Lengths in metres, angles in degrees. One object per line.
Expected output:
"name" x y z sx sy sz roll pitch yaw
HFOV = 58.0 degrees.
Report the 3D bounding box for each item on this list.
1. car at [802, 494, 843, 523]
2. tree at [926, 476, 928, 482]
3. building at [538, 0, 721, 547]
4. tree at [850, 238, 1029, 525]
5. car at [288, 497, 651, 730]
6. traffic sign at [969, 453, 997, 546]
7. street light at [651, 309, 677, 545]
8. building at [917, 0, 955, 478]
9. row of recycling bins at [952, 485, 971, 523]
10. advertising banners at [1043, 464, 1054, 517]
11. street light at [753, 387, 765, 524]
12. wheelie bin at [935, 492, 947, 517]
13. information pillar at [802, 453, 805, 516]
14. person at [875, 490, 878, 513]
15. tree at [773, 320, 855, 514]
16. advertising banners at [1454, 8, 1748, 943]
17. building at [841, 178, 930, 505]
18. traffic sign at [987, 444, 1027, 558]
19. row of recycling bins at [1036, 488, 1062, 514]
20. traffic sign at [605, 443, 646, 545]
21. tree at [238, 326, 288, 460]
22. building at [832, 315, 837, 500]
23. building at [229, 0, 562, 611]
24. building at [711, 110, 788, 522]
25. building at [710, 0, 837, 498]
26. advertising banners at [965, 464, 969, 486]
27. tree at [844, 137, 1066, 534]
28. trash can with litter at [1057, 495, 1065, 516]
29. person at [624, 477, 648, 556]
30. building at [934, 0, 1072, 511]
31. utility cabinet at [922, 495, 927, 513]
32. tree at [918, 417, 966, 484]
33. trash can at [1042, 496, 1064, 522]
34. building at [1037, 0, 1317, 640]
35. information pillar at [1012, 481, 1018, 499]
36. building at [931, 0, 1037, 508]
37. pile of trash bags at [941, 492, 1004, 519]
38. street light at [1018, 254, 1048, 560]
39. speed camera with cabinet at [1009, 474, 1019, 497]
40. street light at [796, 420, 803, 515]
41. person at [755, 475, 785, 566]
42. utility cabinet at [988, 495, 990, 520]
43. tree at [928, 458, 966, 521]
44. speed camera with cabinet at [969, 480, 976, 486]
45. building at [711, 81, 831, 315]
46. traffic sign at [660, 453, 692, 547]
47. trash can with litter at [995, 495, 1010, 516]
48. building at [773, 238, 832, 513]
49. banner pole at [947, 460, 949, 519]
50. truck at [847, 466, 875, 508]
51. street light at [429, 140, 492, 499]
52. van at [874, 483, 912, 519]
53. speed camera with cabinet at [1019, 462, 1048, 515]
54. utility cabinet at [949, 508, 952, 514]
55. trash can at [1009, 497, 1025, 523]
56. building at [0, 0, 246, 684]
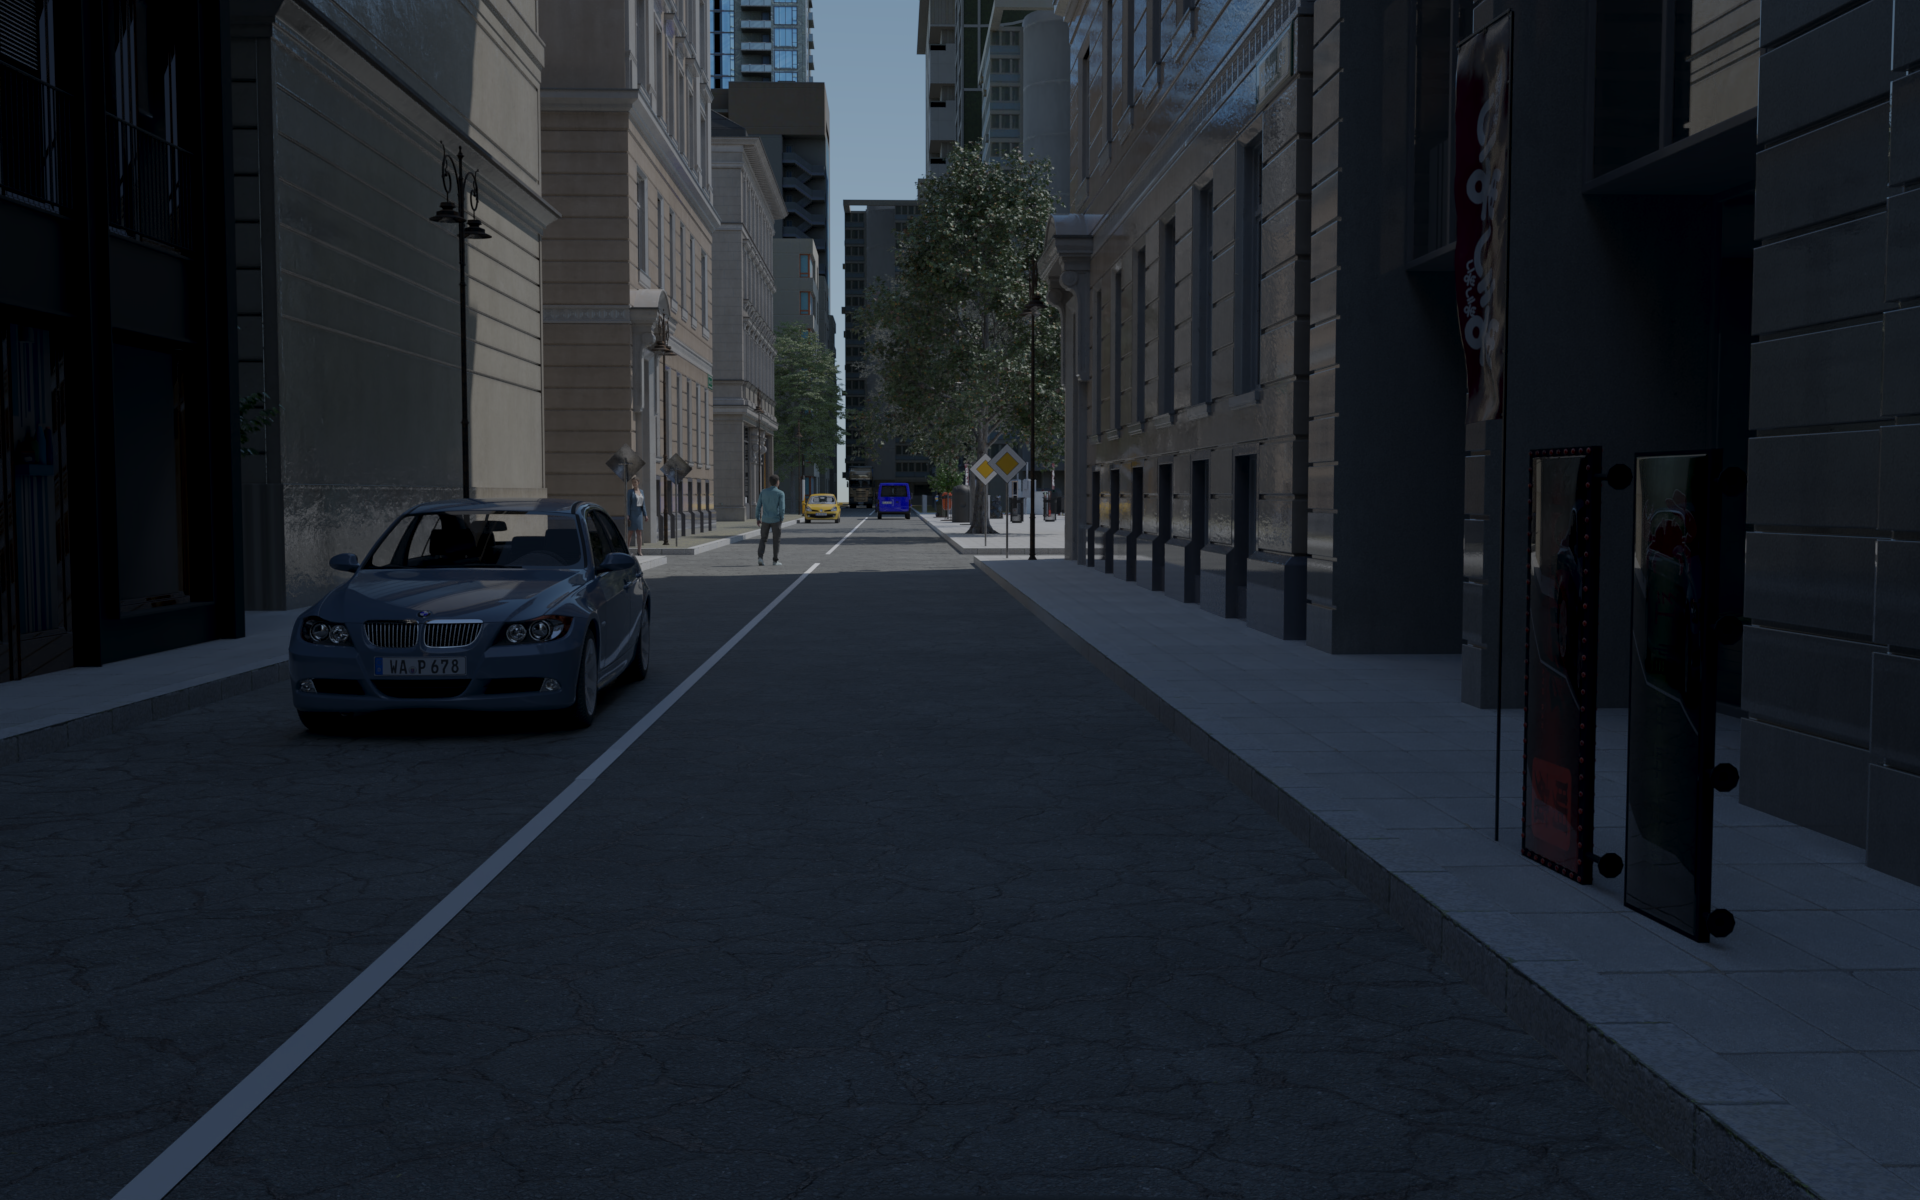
"car" -6.821 -4.631 85.938 2.015 1.641 3.980 0 4 -3
"tree" -1.084 -6.081 94.031 1.663 3.219 1.824 0 3 0
"building" -14.509 -16.204 50.843 13.634 28.700 20.117 0 4 -2
"tree" 0.422 -9.823 70.984 12.009 13.543 11.850 0 3 0
"car" -3.216 -0.005 12.090 2.014 1.417 4.499 0 4 -3
"traffic sign" 0.625 -2.376 42.485 0.795 2.450 0.064 0 4 -2
"street light" -7.393 -4.317 43.377 0.468 5.910 1.993 0 4 -2
"building" 10.087 -36.086 179.252 28.713 52.752 27.495 0 4 -2
"row of recycling bins" 0.413 -4.388 78.860 1.069 1.692 3.534 1 4 17
"advertising banners" 5.003 -6.173 97.112 0.090 3.025 2.074 1 4 21
"street light" -8.665 -6.239 74.789 0.468 5.910 1.993 0 4 -2
"wheelie bin" -0.931 -5.440 96.846 0.693 1.594 0.980 3 5 43
"information pillar" -9.032 -6.637 99.862 0.183 3.616 0.504 0 4 4
"person" -6.361 -7.635 134.135 0.742 1.727 0.445 3 5 43
"tree" -10.545 -11.927 113.126 7.486 12.596 7.792 0 3 0
"advertising banners" 2.036 -0.588 5.798 0.090 3.025 2.074 0 4 -5
"building" -2.606 -32.050 215.890 23.993 40.220 32.217 0 4 -2
"traffic sign" 0.937 -1.888 34.506 0.795 2.450 0.064 0 4 -2
"row of recycling bins" 5.469 -6.622 115.382 1.069 1.692 3.534 -3 5 -41
"traffic sign" -6.603 -1.871 34.233 0.795 2.450 0.064 0 4 -2
"tree" -7.704 -1.360 16.834 1.663 3.219 1.824 0 3 0
"building" -25.809 -19.333 161.128 27.650 21.520 28.899 0 4 -2
"building" -21.913 -11.727 25.025 30.059 22.955 16.112 0 4 -2
"building" -14.522 -14.094 81.351 10.553 20.767 40.483 0 4 -2
"building" -30.676 -54.860 209.634 31.000 86.520 22.319 0 4 -2
"advertising banners" 0.731 -6.366 100.270 0.090 3.025 2.074 2 4 27
"tree" 0.803 -8.487 55.763 9.611 12.733 9.660 0 3 0
"trash can with litter" 6.630 -5.573 102.184 2.233 1.210 1.678 -1 4 -16
"person" -7.412 -1.895 39.514 0.581 1.822 0.654 -2 4 -31
"building" 14.290 -26.980 132.996 32.217 40.220 23.993 0 4 -2
"utility cabinet" -2.391 -6.469 116.933 0.306 1.237 1.020 0 4 -4
"tree" -1.214 -10.286 118.540 4.360 8.622 3.978 0 3 0
"trash can" 4.151 -4.178 79.963 0.748 1.137 0.748 0 3 0
"building" 8.673 -14.578 24.258 13.634 28.700 20.117 0 4 -2
"information pillar" 3.149 -5.826 99.746 0.304 2.012 0.304 -1 4 -8
"building" 7.923 -43.812 154.579 20.563 71.187 20.611 0 4 -2
"pile of trash bags" 0.666 -4.928 90.328 3.447 1.369 1.912 1 4 17
"street light" 1.412 -3.718 33.581 0.468 5.910 1.993 0 4 -2
"speed camera with cabinet" 3.818 -7.085 110.173 0.660 3.252 2.038 2 4 30
"street light" -9.889 -8.174 106.438 0.468 5.910 1.993 0 4 -2
"person" -3.825 -1.604 34.739 0.660 1.820 0.620 1 4 14
"utility cabinet" 1.057 -4.586 86.150 0.306 1.237 1.020 3 5 40
"tree" -0.566 -5.374 82.466 1.663 3.219 1.824 0 3 0
"speed camera with cabinet" 1.043 -7.112 110.621 0.660 3.252 2.038 1 4 10
"building" -21.210 -32.729 185.224 14.200 45.320 14.600 0 4 -2
"traffic sign" -6.914 -2.359 42.212 0.795 2.450 0.064 0 4 -2
"trash can with litter" 2.549 -5.719 104.562 1.678 1.210 2.233 2 4 27
"building" -24.315 -17.510 131.332 27.650 21.520 28.899 0 4 -2
"banner pole" -0.609 -5.984 87.854 0.401 3.779 0.863 0 4 -1
"truck" -10.100 -11.501 176.946 2.839 4.237 11.283 0 4 -3
"street light" -6.630 -3.080 23.151 0.468 5.910 1.993 0 4 -2
"van" -3.813 -5.808 99.340 2.240 2.365 5.245 0 4 -3
"speed camera with cabinet" 4.718 -6.886 106.923 0.660 3.252 2.038 -3 4 -37
"utility cabinet" -0.959 -6.014 109.492 1.020 1.237 0.306 2 4 33
"trash can" 2.515 -3.966 76.490 0.748 1.137 0.748 0 3 0
"building" -12.243 -10.827 6.692 12.332 23.373 15.834 0 4 -2
